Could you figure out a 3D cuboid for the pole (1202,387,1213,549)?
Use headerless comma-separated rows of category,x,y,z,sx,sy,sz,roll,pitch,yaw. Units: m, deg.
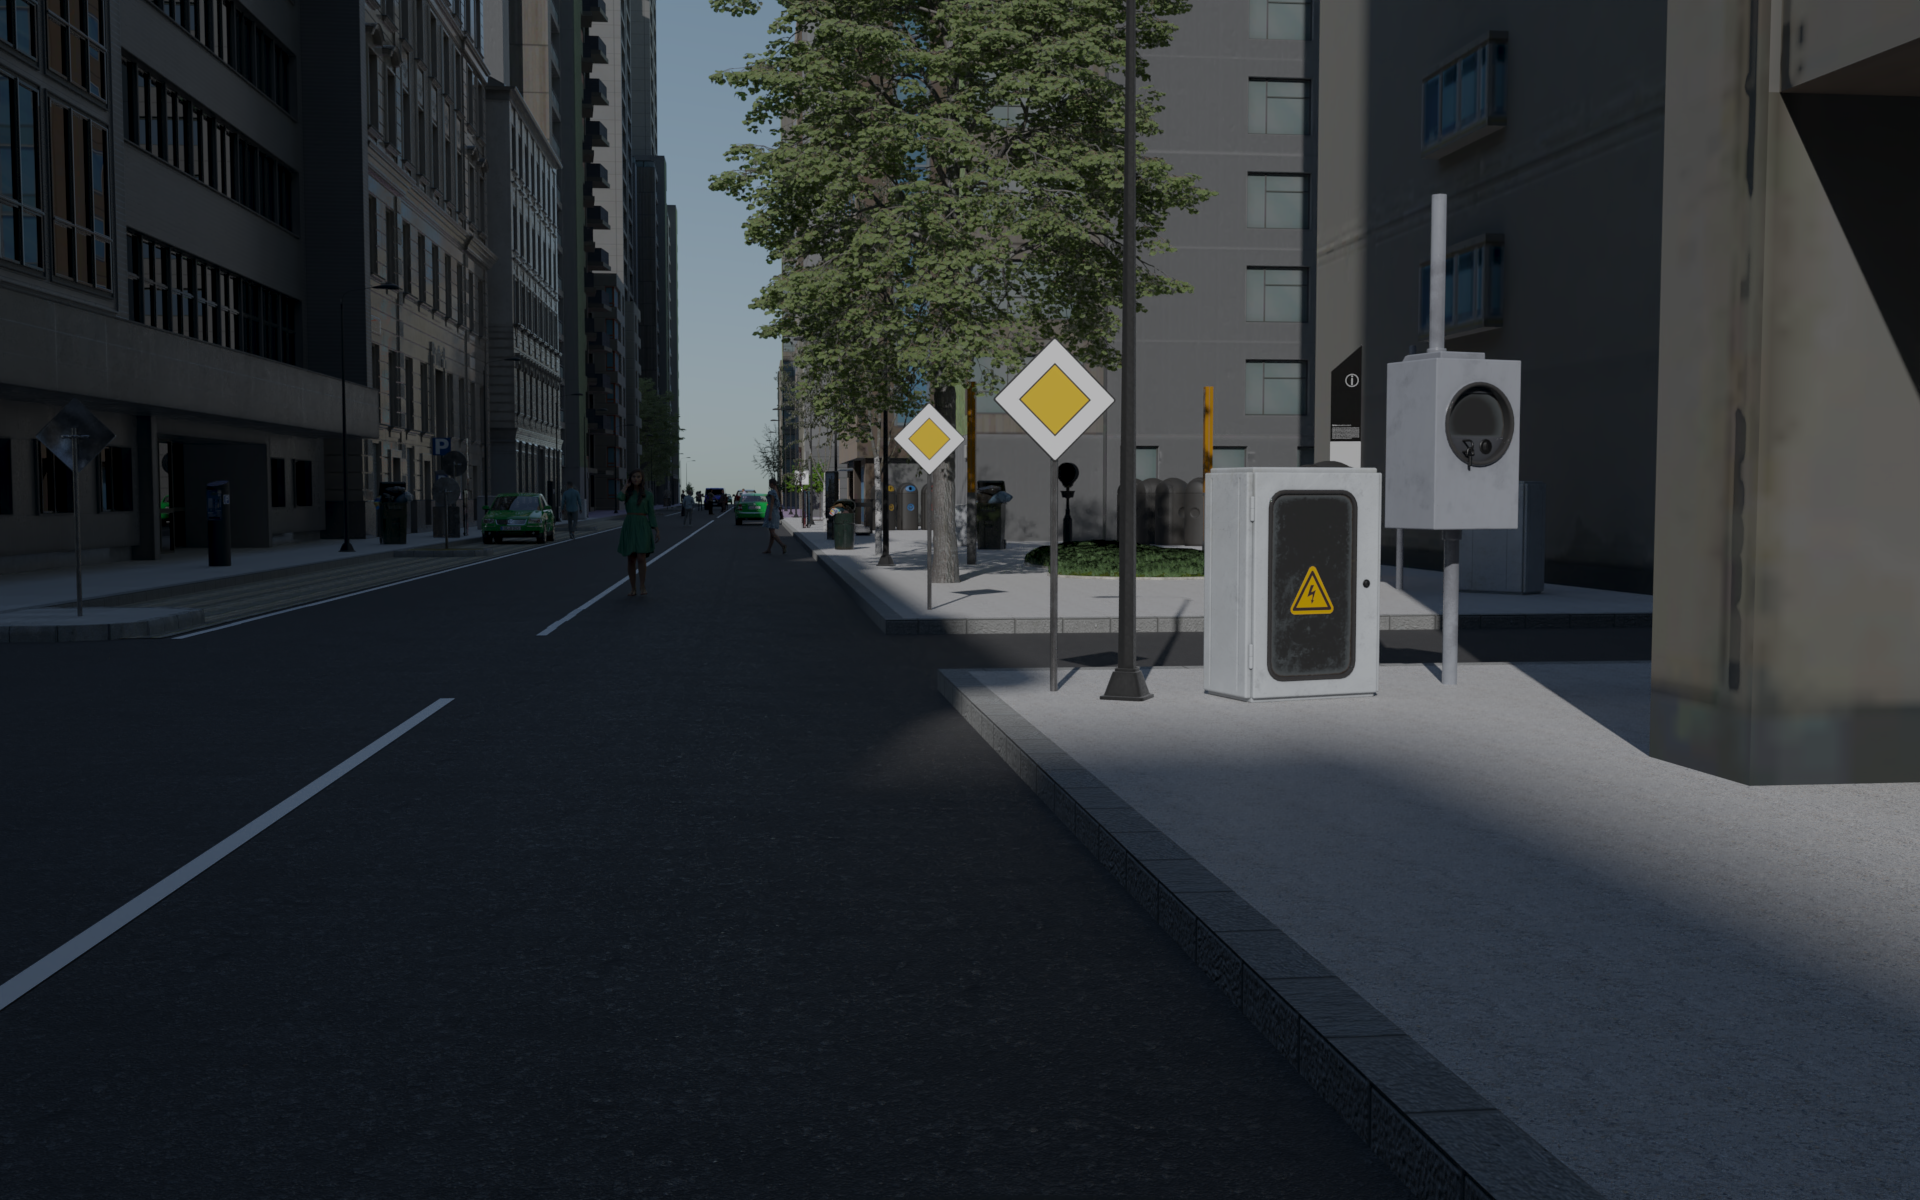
pole,4.713,-2.392,32.954,0.158,3.312,0.155,0,3,0

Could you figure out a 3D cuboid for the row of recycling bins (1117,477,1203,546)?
row of recycling bins,5.191,-2.248,43.875,1.069,1.692,3.534,-2,4,-32

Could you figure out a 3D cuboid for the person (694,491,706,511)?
person,-22.150,-8.465,147.610,1.217,1.736,0.721,-1,4,-13

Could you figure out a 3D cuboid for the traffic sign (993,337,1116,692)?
traffic sign,0.606,-0.463,11.206,0.795,2.450,0.064,0,4,-7

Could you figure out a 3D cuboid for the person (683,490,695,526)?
person,-12.000,-4.059,76.679,0.589,1.601,0.330,1,4,12

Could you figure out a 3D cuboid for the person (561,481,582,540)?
person,-12.326,-2.840,54.796,0.638,1.841,0.748,0,4,7

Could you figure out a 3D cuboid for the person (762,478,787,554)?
person,-4.400,-2.001,41.316,0.778,1.811,0.616,2,4,35

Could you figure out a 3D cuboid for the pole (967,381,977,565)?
pole,0.214,-2.300,31.454,0.158,3.312,0.155,0,3,0

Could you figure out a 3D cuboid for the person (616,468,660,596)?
person,-4.523,-0.952,24.309,0.600,1.795,0.529,-1,4,-15

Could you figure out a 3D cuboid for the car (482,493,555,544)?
car,-12.940,-2.571,50.837,1.959,1.807,4.718,-1,4,-8

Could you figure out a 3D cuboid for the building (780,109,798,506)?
building,-12.234,-30.786,186.942,14.154,41.232,14.086,0,4,-7

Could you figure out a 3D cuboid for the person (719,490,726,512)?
person,-18.690,-7.785,136.344,0.434,1.755,0.990,-2,4,-35

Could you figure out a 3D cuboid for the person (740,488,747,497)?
person,-15.902,-7.236,126.680,0.599,1.838,0.709,1,4,15

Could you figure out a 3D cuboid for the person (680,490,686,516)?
person,-17.711,-6.275,111.907,0.742,1.727,0.445,0,4,7

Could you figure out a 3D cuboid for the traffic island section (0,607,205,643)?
traffic island section,-9.247,0.252,18.157,2.009,0.180,2.903,0,4,-7

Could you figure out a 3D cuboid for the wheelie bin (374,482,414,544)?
wheelie bin,-14.450,-2.224,44.270,0.980,1.594,0.693,-2,4,-27

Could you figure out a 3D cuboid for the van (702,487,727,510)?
van,-22.429,-9.440,158.727,2.240,2.365,5.245,0,4,-5

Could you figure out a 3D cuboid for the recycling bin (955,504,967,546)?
recycling bin,-0.044,-1.855,42.887,0.722,1.027,0.722,-1,4,-13

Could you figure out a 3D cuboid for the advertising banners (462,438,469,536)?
advertising banners,-15.269,-3.508,53.551,0.090,3.025,2.074,-1,4,-12

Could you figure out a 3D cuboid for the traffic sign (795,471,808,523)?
traffic sign,-6.949,-4.530,76.187,0.606,2.300,0.079,0,4,2

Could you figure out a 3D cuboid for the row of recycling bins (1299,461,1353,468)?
row of recycling bins,4.791,-0.966,22.915,1.069,1.692,3.534,0,4,7

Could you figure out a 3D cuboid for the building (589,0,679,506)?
building,-46.383,-47.719,218.450,20.563,71.187,20.611,0,4,-7

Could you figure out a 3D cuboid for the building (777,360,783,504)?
building,-11.091,-24.099,239.065,27.650,21.520,28.899,0,4,-7

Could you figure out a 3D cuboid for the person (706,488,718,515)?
person,-17.379,-6.879,120.975,1.348,1.823,0.705,3,5,44

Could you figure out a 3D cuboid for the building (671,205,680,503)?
building,-45.903,-33.862,237.244,14.154,41.232,14.086,0,4,-7

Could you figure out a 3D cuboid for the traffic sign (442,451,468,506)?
traffic sign,-14.859,-3.108,50.929,0.768,2.556,0.104,0,4,1

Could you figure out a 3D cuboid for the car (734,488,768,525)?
car,-9.611,-4.430,81.227,1.959,1.807,4.718,0,4,-6

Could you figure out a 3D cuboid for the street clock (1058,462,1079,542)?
street clock,2.469,-2.149,39.705,0.471,2.002,0.358,1,4,23

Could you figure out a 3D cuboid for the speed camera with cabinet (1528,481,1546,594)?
speed camera with cabinet,6.645,-1.741,22.800,2.038,3.252,0.660,3,5,45

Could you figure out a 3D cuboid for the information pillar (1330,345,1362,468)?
information pillar,6.099,-2.202,27.353,0.504,3.616,0.183,1,4,13

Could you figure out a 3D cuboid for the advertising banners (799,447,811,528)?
advertising banners,-5.844,-4.211,65.043,0.090,3.025,2.074,0,4,7

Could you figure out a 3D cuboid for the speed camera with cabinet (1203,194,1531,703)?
speed camera with cabinet,2.598,-1.026,11.114,2.038,3.252,0.660,-1,4,-22

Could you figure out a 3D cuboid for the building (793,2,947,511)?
building,-8.394,-31.297,161.819,14.600,45.320,14.200,0,4,-7

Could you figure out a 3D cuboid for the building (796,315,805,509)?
building,0.815,-18.162,141.980,27.650,21.520,28.899,0,4,-7

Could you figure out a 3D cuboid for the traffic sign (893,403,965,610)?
traffic sign,-0.341,-0.948,19.135,0.795,2.450,0.064,0,4,-7

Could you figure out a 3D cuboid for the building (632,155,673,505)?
building,-41.542,-31.737,202.502,14.154,41.232,14.086,0,4,-7

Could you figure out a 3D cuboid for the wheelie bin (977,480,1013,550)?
wheelie bin,0.741,-1.971,40.138,0.980,1.594,0.693,1,4,13

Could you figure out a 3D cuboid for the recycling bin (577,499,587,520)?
recycling bin,-19.140,-4.552,86.980,0.722,1.027,0.722,0,4,-6

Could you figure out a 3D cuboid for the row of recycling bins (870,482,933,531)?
row of recycling bins,-1.455,-3.326,61.485,3.534,1.692,1.069,-1,4,-18

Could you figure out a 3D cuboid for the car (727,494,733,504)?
car,-33.011,-14.408,244.365,1.959,1.807,4.718,-1,4,-8

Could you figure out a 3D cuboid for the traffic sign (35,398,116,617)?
traffic sign,-9.225,-0.884,18.098,0.795,2.450,0.064,0,4,-7

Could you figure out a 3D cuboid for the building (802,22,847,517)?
building,0.480,-34.764,110.395,21.231,58.520,28.212,0,4,-7

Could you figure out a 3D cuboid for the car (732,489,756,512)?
car,-17.226,-8.017,139.745,2.281,1.827,5.304,0,4,-7

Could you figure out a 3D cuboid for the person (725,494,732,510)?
person,-20.741,-8.685,153.763,1.065,1.426,0.557,0,4,1

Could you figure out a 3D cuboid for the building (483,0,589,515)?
building,-29.066,-25.346,98.009,14.154,41.232,14.086,0,4,-7
